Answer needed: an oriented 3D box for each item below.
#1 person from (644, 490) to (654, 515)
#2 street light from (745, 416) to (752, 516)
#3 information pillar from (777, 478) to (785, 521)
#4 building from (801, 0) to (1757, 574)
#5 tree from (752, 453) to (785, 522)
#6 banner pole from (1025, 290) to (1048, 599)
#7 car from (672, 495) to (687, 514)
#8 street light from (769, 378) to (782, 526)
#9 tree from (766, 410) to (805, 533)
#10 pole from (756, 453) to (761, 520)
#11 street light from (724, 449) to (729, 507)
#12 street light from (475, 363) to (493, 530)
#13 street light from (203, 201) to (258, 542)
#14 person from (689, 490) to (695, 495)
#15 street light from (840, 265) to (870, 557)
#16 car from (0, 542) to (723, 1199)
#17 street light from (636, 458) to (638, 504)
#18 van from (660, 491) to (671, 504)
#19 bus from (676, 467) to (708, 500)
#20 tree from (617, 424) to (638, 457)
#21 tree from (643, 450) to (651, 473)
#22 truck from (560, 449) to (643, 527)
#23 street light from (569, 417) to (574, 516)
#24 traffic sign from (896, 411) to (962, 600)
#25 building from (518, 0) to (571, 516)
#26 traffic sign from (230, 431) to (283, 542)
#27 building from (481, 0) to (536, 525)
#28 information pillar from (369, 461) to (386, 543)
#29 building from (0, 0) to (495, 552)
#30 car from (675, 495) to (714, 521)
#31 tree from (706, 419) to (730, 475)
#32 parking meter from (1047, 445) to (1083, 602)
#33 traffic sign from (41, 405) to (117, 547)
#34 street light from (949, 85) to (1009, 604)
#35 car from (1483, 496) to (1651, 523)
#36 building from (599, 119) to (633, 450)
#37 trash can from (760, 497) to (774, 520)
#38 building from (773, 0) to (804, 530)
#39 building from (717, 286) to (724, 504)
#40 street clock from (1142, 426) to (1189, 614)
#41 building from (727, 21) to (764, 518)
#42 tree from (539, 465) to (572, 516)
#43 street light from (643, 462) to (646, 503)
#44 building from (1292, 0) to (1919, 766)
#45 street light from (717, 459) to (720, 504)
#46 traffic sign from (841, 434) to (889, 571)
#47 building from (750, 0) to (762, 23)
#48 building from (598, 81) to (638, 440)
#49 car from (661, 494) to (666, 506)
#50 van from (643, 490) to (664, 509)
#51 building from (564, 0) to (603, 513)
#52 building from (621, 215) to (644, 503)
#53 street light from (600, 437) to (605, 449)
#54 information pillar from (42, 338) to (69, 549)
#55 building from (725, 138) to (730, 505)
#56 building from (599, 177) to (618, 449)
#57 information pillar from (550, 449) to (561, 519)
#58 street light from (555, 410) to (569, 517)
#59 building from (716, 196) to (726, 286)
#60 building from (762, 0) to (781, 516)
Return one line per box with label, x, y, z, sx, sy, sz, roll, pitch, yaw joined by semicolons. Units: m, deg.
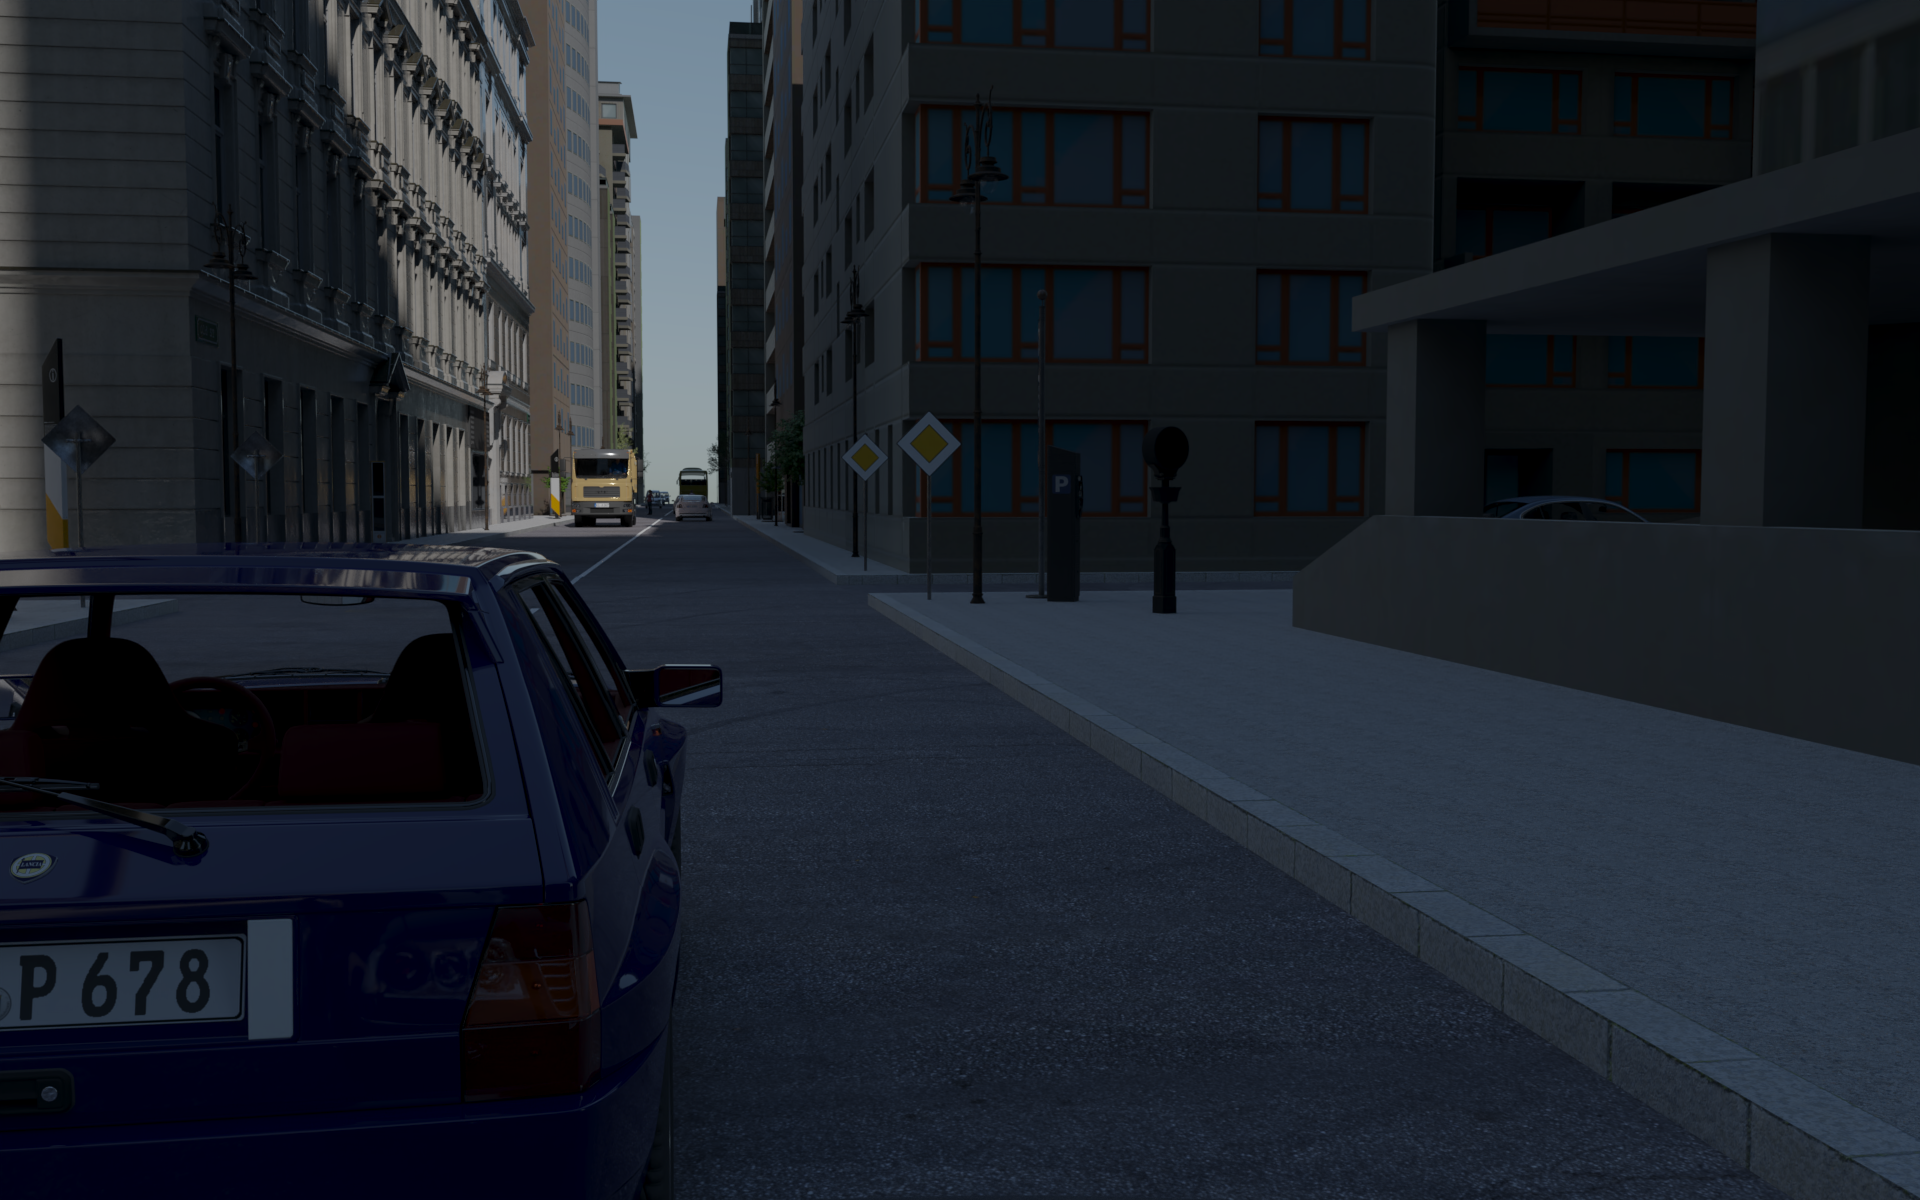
person;-21.480;-6.751;119.597;0.721;1.743;1.217;-3;5;-43
street light;-12.539;-7.952;102.801;0.468;5.910;1.993;-1;4;-9
information pillar;-8.371;-4.703;81.387;0.304;2.012;0.304;3;5;40
building;11.389;-12.109;43.022;28.899;21.520;27.650;-1;4;-9
tree;-8.762;-5.201;79.632;1.663;3.219;1.824;0;3;0
banner pole;1.001;-1.928;21.539;0.401;3.779;0.863;0;4;-2
car;-19.829;-6.915;125.421;2.083;1.381;4.827;-1;4;-10
street light;-7.334;-5.881;68.935;0.468;5.910;1.993;-1;4;-9
tree;-4.785;-4.536;57.874;4.285;4.588;4.351;0;3;0
pole;-10.136;-5.702;87.067;0.158;3.312;0.155;0;3;0
street light;-23.979;-12.551;178.003;0.468;5.910;1.993;-1;4;-9
street light;-16.746;-5.402;61.115;0.468;5.910;1.993;-1;4;-9
street light;-11.614;-3.360;27.727;0.468;5.910;1.993;-1;4;-9
person;-18.867;-6.888;122.065;0.756;1.711;0.436;1;4;19
street light;-2.127;-3.810;35.084;0.468;5.910;1.993;-1;4;-9
car;-1.540;0.515;4.162;1.945;1.354;3.894;-1;4;-9
street light;-40.817;-15.072;219.207;0.468;5.910;1.993;-1;4;-9
van;-43.591;-15.169;255.030;2.013;2.044;4.112;-1;4;-9
bus;-24.616;-10.274;159.520;2.896;3.916;12.252;-1;4;-10
tree;-35.281;-13.953;178.497;4.737;8.622;4.395;0;3;0
tree;-48.408;-18.901;259.386;4.360;8.622;3.978;0;3;0
truck;-15.719;-4.943;76.750;3.469;3.379;9.791;-1;4;-9
street light;-23.228;-7.992;103.462;0.468;5.910;1.993;-1;4;-9
traffic sign;-0.375;-1.059;20.951;0.795;2.450;0.064;-1;4;-9
building;-32.045;-27.990;107.744;14.600;45.320;14.200;-1;4;-9
traffic sign;-11.118;-1.454;27.414;0.795;2.450;0.064;-1;4;-9
building;-26.971;-17.933;79.109;13.634;28.700;20.117;-1;4;-9
information pillar;-12.993;-2.090;38.670;0.304;2.012;0.304;-2;4;-24
building;-23.416;-16.561;47.180;17.030;29.872;44.131;-1;4;-9
car;-14.166;-4.887;92.262;2.083;1.381;4.827;0;4;-7
tree;-24.183;-15.472;187.383;7.601;10.594;8.767;2;4;30
parking meter;1.252;-0.914;20.663;0.399;1.863;0.255;1;4;17
traffic sign;-9.912;-0.971;19.520;0.795;2.450;0.064;-1;4;-9
street light;0.207;-2.897;20.147;0.468;5.910;1.993;-1;4;-9
car;8.957;-0.795;24.994;4.499;1.417;2.014;-1;4;-9
building;-48.848;-33.172;196.983;22.147;44.769;28.867;-1;4;-9
trash can;-9.554;-4.539;85.861;0.748;1.137;0.748;0;3;0
building;-0.049;-25.525;67.451;14.600;45.320;14.200;-1;4;-9
building;-26.670;-28.688;240.749;14.160;30.474;14.107;-1;4;-9
street clock;2.202;-0.858;18.598;0.471;2.002;0.358;-2;4;-31
building;-7.791;-20.751;110.985;14.160;30.474;14.107;-1;4;-9
tree;-23.142;-6.443;99.937;1.663;3.219;1.824;0;3;0
street light;-46.104;-17.150;253.186;0.468;5.910;1.993;-1;4;-9
building;20.187;-19.525;11.120;32.217;40.220;23.993;-1;4;-9
street light;-31.530;-15.566;227.290;0.468;5.910;1.993;-1;4;-9
traffic sign;-1.581;-1.541;28.845;0.795;2.450;0.064;-1;4;-9
building;-9.762;-33.331;164.577;23.786;49.044;30.456;-1;4;-9
building;-56.399;-38.827;224.053;28.713;52.752;27.495;-1;4;-9
car;-38.064;-12.612;218.206;2.014;1.417;4.499;-1;4;-11
van;-30.671;-10.171;173.299;2.013;2.044;4.112;-1;4;-10
building;-38.130;-35.836;127.922;21.231;58.520;28.212;-1;4;-9
building;-52.442;-34.409;246.176;14.154;41.232;14.086;-1;4;-9
street light;-28.201;-10.036;136.874;0.468;5.910;1.993;-1;4;-9
information pillar;-13.676;-2.131;26.196;0.504;3.616;0.183;2;4;35
building;-20.320;-31.751;202.723;14.154;41.232;14.086;-1;4;-9
building;-40.051;-24.017;164.374;14.160;30.474;14.107;-1;4;-9
information pillar;-20.814;-5.975;89.040;0.183;3.616;0.504;3;5;39
street light;-21.961;-7.480;95.082;0.468;5.910;1.993;-1;4;-9
building;-28.579;-36.954;254.313;14.600;45.320;14.200;-1;4;-9
building;0.474;-28.739;93.583;21.300;48.544;21.600;-1;4;-9
